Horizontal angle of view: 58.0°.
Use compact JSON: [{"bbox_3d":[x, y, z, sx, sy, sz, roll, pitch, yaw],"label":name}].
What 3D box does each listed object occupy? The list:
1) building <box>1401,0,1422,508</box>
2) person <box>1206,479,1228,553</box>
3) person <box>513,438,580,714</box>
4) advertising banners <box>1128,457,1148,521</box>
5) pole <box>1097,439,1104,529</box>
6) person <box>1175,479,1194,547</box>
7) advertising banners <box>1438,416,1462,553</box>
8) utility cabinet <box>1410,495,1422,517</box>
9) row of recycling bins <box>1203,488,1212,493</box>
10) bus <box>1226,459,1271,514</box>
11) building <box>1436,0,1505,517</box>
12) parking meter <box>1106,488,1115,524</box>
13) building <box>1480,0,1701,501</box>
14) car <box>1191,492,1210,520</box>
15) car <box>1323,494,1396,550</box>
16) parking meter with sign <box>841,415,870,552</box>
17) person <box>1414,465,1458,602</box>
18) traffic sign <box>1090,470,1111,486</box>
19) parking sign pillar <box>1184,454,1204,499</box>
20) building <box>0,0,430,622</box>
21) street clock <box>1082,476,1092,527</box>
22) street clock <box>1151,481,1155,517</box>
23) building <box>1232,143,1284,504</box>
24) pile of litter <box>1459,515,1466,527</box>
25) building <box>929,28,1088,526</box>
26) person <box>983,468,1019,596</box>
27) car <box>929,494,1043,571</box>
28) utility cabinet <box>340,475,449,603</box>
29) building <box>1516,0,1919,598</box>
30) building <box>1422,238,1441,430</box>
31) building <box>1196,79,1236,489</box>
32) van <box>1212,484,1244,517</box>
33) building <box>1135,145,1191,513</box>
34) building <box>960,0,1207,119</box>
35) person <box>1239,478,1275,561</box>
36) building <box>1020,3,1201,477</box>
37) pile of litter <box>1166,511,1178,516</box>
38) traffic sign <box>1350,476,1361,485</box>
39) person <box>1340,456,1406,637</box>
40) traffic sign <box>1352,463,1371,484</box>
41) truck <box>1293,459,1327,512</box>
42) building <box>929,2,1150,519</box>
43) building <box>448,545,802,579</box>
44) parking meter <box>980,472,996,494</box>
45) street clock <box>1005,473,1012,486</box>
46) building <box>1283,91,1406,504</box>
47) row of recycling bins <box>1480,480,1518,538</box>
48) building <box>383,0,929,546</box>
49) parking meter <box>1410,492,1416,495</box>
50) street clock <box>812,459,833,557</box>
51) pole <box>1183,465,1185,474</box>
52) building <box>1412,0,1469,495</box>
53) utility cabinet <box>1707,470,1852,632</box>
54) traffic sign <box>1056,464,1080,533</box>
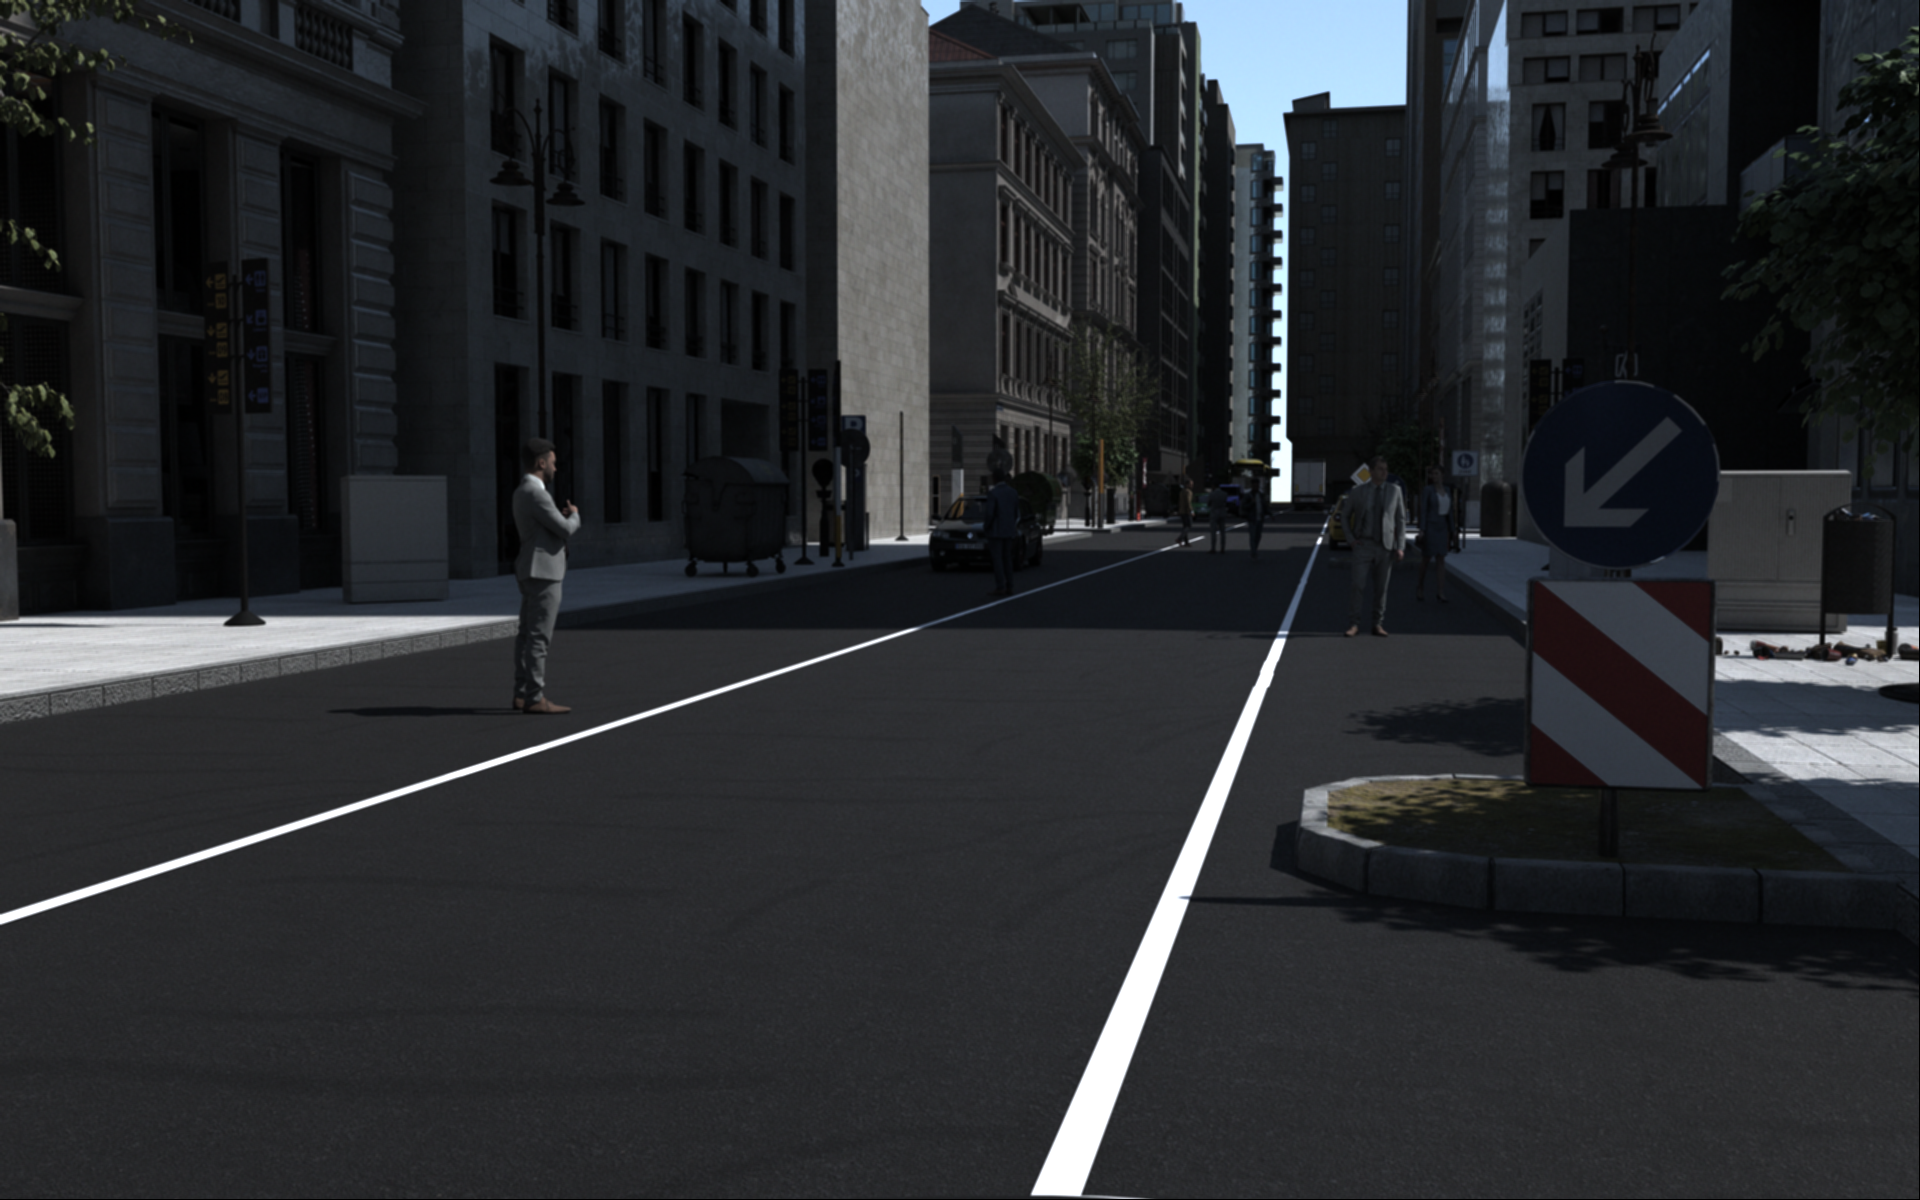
[{"bbox_3d":[54.006,-38.305,168.279,21.231,58.520,28.212,1,4,12],"label":"building"},{"bbox_3d":[6.213,-2.037,41.989,0.511,1.800,0.466,-2,4,-28],"label":"person"},{"bbox_3d":[-2.714,-0.168,11.422,0.466,1.800,0.511,-3,5,-39],"label":"person"},{"bbox_3d":[8.416,-5.238,81.823,0.090,3.025,2.074,2,4,31],"label":"advertising banners"},{"bbox_3d":[5.221,-4.313,64.368,0.158,3.312,0.155,0,3,0],"label":"pole"},{"bbox_3d":[6.119,-2.351,46.852,0.656,1.842,0.836,3,5,40],"label":"person"},{"bbox_3d":[10.831,-2.579,38.348,0.090,3.025,2.074,0,4,3],"label":"advertising banners"},{"bbox_3d":[26.024,-5.314,98.038,1.020,1.237,0.306,0,4,-7],"label":"utility cabinet"},{"bbox_3d":[17.653,-7.127,123.643,1.069,1.692,3.534,1,4,15],"label":"row of recycling bins"},{"bbox_3d":[21.057,-8.199,125.593,2.896,3.916,12.252,1,4,12],"label":"bus"},{"bbox_3d":[33.749,-19.635,98.528,11.434,29.767,29.804,1,4,12],"label":"building"},{"bbox_3d":[6.417,-3.994,73.710,0.372,1.533,0.369,0,3,0],"label":"parking meter"},{"bbox_3d":[29.732,-13.038,67.929,16.860,20.320,10.420,1,4,12],"label":"building"},{"bbox_3d":[13.405,-5.238,94.437,1.959,1.807,4.718,1,4,12],"label":"car"},{"bbox_3d":[10.591,-2.167,45.647,2.015,1.641,3.980,1,4,11],"label":"car"},{"bbox_3d":[-2.327,-2.628,39.232,0.543,3.016,1.738,0,4,2],"label":"parking meter with sign"},{"bbox_3d":[6.348,-0.894,23.148,0.581,1.822,0.654,0,4,-4],"label":"person"},{"bbox_3d":[5.277,-3.760,65.123,0.795,2.450,0.064,1,4,12],"label":"traffic sign"},{"bbox_3d":[15.603,-7.785,115.755,1.447,3.967,1.447,-1,4,-20],"label":"parking sign pillar"},{"bbox_3d":[-14.648,-11.460,16.243,11.050,23.489,19.941,1,4,12],"label":"building"},{"bbox_3d":[5.039,-3.902,68.368,0.471,2.002,0.358,0,3,0],"label":"street clock"},{"bbox_3d":[10.926,-5.731,98.269,0.358,2.002,0.471,0,4,5],"label":"street clock"},{"bbox_3d":[28.536,-37.734,236.559,30.456,49.044,23.786,1,4,12],"label":"building"},{"bbox_3d":[19.213,-3.253,67.153,1.176,0.858,1.719,-2,4,-34],"label":"pile of litter"},{"bbox_3d":[-1.366,-14.900,79.779,11.583,22.565,21.152,1,4,12],"label":"building"},{"bbox_3d":[0.593,-0.969,24.518,0.419,1.800,0.721,3,5,41],"label":"person"},{"bbox_3d":[0.545,-1.455,33.573,2.009,1.686,4.222,1,4,10],"label":"car"},{"bbox_3d":[-6.712,-0.728,20.577,1.173,1.500,0.318,-3,4,-38],"label":"utility cabinet"},{"bbox_3d":[23.634,-43.859,29.760,22.319,86.520,31.000,1,4,12],"label":"building"},{"bbox_3d":[39.333,-17.578,123.559,11.583,22.565,21.152,1,4,12],"label":"building"},{"bbox_3d":[20.712,-35.366,201.933,21.600,48.544,21.300,1,4,12],"label":"building"},{"bbox_3d":[16.733,-6.365,108.448,2.240,2.365,5.245,1,4,13],"label":"van"},{"bbox_3d":[8.607,-20.318,125.700,14.314,27.812,24.014,1,4,12],"label":"building"},{"bbox_3d":[12.380,-33.692,170.473,23.786,49.044,30.456,1,4,12],"label":"building"},{"bbox_3d":[6.370,-1.745,37.385,0.623,1.781,0.721,-3,5,-41],"label":"person"},{"bbox_3d":[12.704,-28.351,147.138,14.154,41.232,14.086,1,4,12],"label":"building"},{"bbox_3d":[12.146,-5.292,100.492,1.176,0.858,1.719,2,4,24],"label":"pile of litter"},{"bbox_3d":[14.598,-3.635,63.075,0.795,2.450,0.064,1,4,12],"label":"traffic sign"},{"bbox_3d":[4.174,-0.545,17.508,0.635,1.810,0.391,0,4,-2],"label":"person"},{"bbox_3d":[12.895,-3.158,55.273,0.795,2.450,0.064,1,4,12],"label":"traffic sign"},{"bbox_3d":[29.254,-9.540,144.889,2.839,4.237,11.283,1,4,12],"label":"truck"},{"bbox_3d":[2.984,-19.229,101.782,14.401,28.519,23.554,1,4,12],"label":"building"},{"bbox_3d":[-10.596,-11.005,34.680,10.420,20.320,16.860,1,4,12],"label":"building"},{"bbox_3d":[0.746,-2.449,45.748,0.399,1.863,0.255,-3,5,-39],"label":"parking meter"},{"bbox_3d":[1.432,-3.157,56.181,0.471,2.002,0.358,-2,4,-34],"label":"street clock"},{"bbox_3d":[57.696,-39.402,233.460,27.495,52.752,28.713,1,4,12],"label":"building"},{"bbox_3d":[17.122,-2.734,51.812,3.534,1.692,1.069,-2,4,-25],"label":"row of recycling bins"},{"bbox_3d":[-10.315,-12.065,52.021,16.860,20.320,10.420,1,4,12],"label":"building"},{"bbox_3d":[26.313,-5.636,100.564,0.372,1.533,0.369,0,3,0],"label":"parking meter"},{"bbox_3d":[-2.791,-1.896,35.563,0.471,2.002,0.358,0,4,-1],"label":"street clock"},{"bbox_3d":[15.603,-7.774,120.942,0.158,3.312,0.155,0,3,0],"label":"pole"},{"bbox_3d":[46.419,-30.493,148.669,14.600,45.320,14.200,1,4,12],"label":"building"},{"bbox_3d":[7.604,-0.455,16.120,1.173,1.500,0.318,1,4,20],"label":"utility cabinet"},{"bbox_3d":[3.574,-3.283,57.321,0.795,2.450,0.064,1,4,12],"label":"traffic sign"}]
